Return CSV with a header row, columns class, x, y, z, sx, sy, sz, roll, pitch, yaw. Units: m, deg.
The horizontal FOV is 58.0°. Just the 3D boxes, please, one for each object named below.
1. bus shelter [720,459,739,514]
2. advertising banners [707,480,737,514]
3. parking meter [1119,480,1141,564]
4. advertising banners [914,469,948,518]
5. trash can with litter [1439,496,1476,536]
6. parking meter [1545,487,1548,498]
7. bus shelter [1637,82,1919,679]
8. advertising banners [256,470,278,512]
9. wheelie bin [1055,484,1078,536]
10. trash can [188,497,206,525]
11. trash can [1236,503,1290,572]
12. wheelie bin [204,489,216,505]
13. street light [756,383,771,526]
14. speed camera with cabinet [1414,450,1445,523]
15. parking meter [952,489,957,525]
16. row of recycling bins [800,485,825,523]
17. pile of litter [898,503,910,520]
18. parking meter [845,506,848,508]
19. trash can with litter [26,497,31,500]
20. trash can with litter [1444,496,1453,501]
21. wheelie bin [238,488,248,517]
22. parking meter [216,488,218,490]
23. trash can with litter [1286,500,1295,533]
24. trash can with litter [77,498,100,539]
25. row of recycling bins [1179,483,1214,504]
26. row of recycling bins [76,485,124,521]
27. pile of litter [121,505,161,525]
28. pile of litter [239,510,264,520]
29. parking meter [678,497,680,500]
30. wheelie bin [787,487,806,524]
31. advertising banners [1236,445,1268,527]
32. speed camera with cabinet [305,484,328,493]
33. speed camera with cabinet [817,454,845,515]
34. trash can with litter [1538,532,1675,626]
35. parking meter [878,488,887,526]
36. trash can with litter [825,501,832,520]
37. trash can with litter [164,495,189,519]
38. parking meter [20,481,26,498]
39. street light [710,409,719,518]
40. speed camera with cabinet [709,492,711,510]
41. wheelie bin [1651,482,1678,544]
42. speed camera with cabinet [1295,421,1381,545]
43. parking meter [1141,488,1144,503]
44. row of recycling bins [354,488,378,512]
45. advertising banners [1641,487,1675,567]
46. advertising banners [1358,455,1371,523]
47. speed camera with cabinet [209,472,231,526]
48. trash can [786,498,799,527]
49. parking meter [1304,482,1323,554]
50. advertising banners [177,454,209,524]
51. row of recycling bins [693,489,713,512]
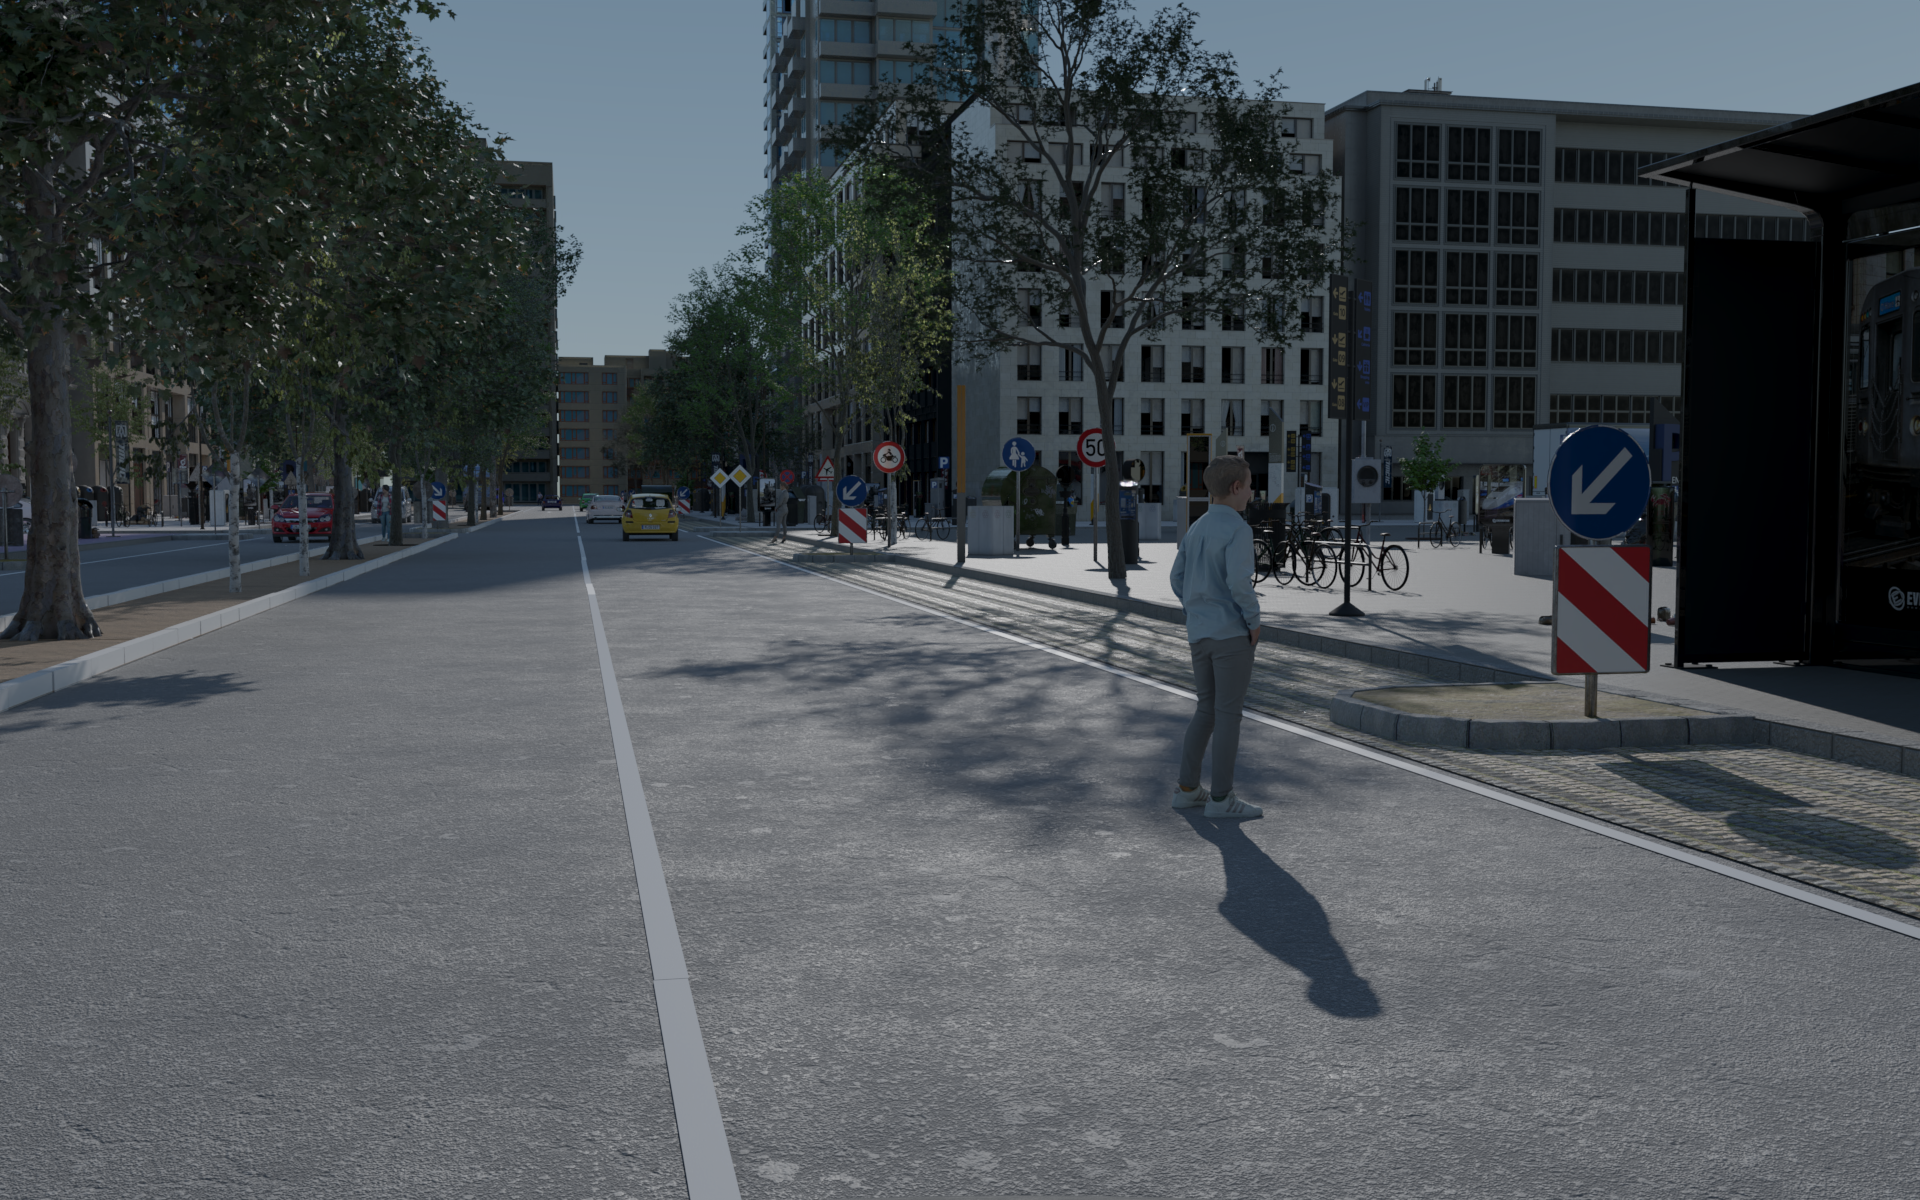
class,x,y,z,sx,sy,sz,roll,pitch,yaw
bus shelter,-14.891,-7.413,112.481,1.731,3.624,6.357,-1,4,-13
advertising banners,-15.025,-6.888,108.805,2.074,3.025,0.090,-2,4,-28
parking meter,3.081,-1.430,31.793,0.372,1.533,0.369,0,3,0
advertising banners,-1.491,-5.914,92.889,2.074,3.025,0.090,-2,4,-24
trash can with litter,15.332,-2.603,53.620,1.678,1.210,2.233,2,4,33
parking meter,15.214,-2.209,44.534,0.372,1.533,0.369,0,3,0
bus shelter,6.389,-1.133,9.803,1.731,3.624,6.357,-1,4,-12
advertising banners,-50.033,-7.844,124.444,2.074,3.025,0.090,-2,4,-34
wheelie bin,3.221,-2.803,53.744,0.980,1.594,0.693,3,5,40
trash can,-32.058,-3.738,72.764,0.748,1.137,0.748,0,3,0
trash can,5.103,-1.047,28.765,0.748,1.137,0.748,0,3,0
wheelie bin,-43.196,-5.626,99.899,0.980,1.594,0.693,-2,4,-32
street light,-7.954,-5.965,70.315,0.468,5.910,1.993,-1,4,-13
speed camera with cabinet,20.993,-5.080,77.393,0.660,3.252,2.038,3,4,38
parking meter,-0.150,-3.827,70.990,0.372,1.533,0.369,0,3,0
row of recycling bins,-6.790,-4.348,78.211,1.069,1.692,3.534,-1,4,-13
pile of litter,-3.034,-4.463,86.938,1.176,0.858,1.719,1,4,12
parking meter,-5.926,-4.933,89.059,0.372,1.533,0.369,0,3,0
trash can with litter,-41.285,-4.029,77.259,1.055,1.170,0.624,1,4,20
trash can with litter,29.637,-5.752,105.440,1.055,1.170,0.624,-1,4,-14
wheelie bin,-40.643,-5.537,98.438,0.693,1.594,0.980,-1,4,-21
parking meter,-31.676,-4.027,74.257,0.372,1.533,0.369,0,3,0
trash can with litter,10.999,-2.769,56.662,0.624,1.170,1.055,3,5,40
trash can with litter,-25.159,-2.346,49.737,0.624,1.170,1.055,0,4,-6
row of recycling bins,8.092,-3.089,57.617,1.069,1.692,3.534,0,4,-6
row of recycling bins,-40.641,-4.520,81.014,1.069,1.692,3.534,1,4,15
pile of litter,-34.246,-3.568,72.299,1.719,0.858,1.176,2,4,24
pile of litter,-35.013,-4.354,85.157,1.176,0.858,1.719,-2,4,-30
parking meter,-21.343,-7.562,132.045,0.372,1.533,0.369,0,3,0
wheelie bin,-7.143,-4.107,75.056,0.693,1.594,0.980,2,4,28
advertising banners,10.549,-4.063,62.624,0.090,3.025,2.074,3,5,43
speed camera with cabinet,-40.690,-6.984,108.521,2.038,3.252,0.660,0,4,-3
speed camera with cabinet,-6.354,-5.552,85.117,0.660,3.252,2.038,-2,4,-31
trash can with litter,6.585,-0.370,17.103,2.233,1.210,1.678,-2,4,-29
parking meter,-3.147,-3.799,70.530,0.372,1.533,0.369,0,3,0
trash can with litter,-6.435,-4.371,82.852,1.055,1.170,0.624,2,4,30
trash can with litter,-40.382,-4.867,90.634,2.233,1.210,1.678,1,4,11
parking meter,-41.372,-4.316,76.284,0.399,1.863,0.255,1,4,18
street light,-13.241,-7.388,93.582,0.468,5.910,1.993,-1,4,-13
speed camera with cabinet,-18.927,-8.656,135.867,2.038,3.252,0.660,0,4,-3
wheelie bin,17.812,-2.207,43.996,0.980,1.594,0.693,-1,4,-21
speed camera with cabinet,9.519,-3.015,43.636,2.038,3.252,0.660,0,4,-1
parking meter,7.265,-3.771,70.073,0.372,1.533,0.369,0,3,0
row of recycling bins,-42.501,-7.095,123.111,3.534,1.692,1.069,1,4,13
advertising banners,13.095,-2.095,30.439,2.074,3.025,0.090,1,4,14
advertising banners,17.866,-4.918,76.593,0.090,3.025,2.074,0,4,-2
speed camera with cabinet,-29.920,-4.644,70.272,0.660,3.252,2.038,-1,4,-11
trash can,-6.729,-3.485,68.639,0.748,1.137,0.748,0,3,0
parking meter,7.531,-1.743,36.915,0.372,1.533,0.369,0,3,0
advertising banners,-33.001,-4.830,75.152,2.074,3.025,0.090,1,4,8
row of recycling bins,-19.436,-7.536,130.324,1.069,1.692,3.534,-1,4,-15
